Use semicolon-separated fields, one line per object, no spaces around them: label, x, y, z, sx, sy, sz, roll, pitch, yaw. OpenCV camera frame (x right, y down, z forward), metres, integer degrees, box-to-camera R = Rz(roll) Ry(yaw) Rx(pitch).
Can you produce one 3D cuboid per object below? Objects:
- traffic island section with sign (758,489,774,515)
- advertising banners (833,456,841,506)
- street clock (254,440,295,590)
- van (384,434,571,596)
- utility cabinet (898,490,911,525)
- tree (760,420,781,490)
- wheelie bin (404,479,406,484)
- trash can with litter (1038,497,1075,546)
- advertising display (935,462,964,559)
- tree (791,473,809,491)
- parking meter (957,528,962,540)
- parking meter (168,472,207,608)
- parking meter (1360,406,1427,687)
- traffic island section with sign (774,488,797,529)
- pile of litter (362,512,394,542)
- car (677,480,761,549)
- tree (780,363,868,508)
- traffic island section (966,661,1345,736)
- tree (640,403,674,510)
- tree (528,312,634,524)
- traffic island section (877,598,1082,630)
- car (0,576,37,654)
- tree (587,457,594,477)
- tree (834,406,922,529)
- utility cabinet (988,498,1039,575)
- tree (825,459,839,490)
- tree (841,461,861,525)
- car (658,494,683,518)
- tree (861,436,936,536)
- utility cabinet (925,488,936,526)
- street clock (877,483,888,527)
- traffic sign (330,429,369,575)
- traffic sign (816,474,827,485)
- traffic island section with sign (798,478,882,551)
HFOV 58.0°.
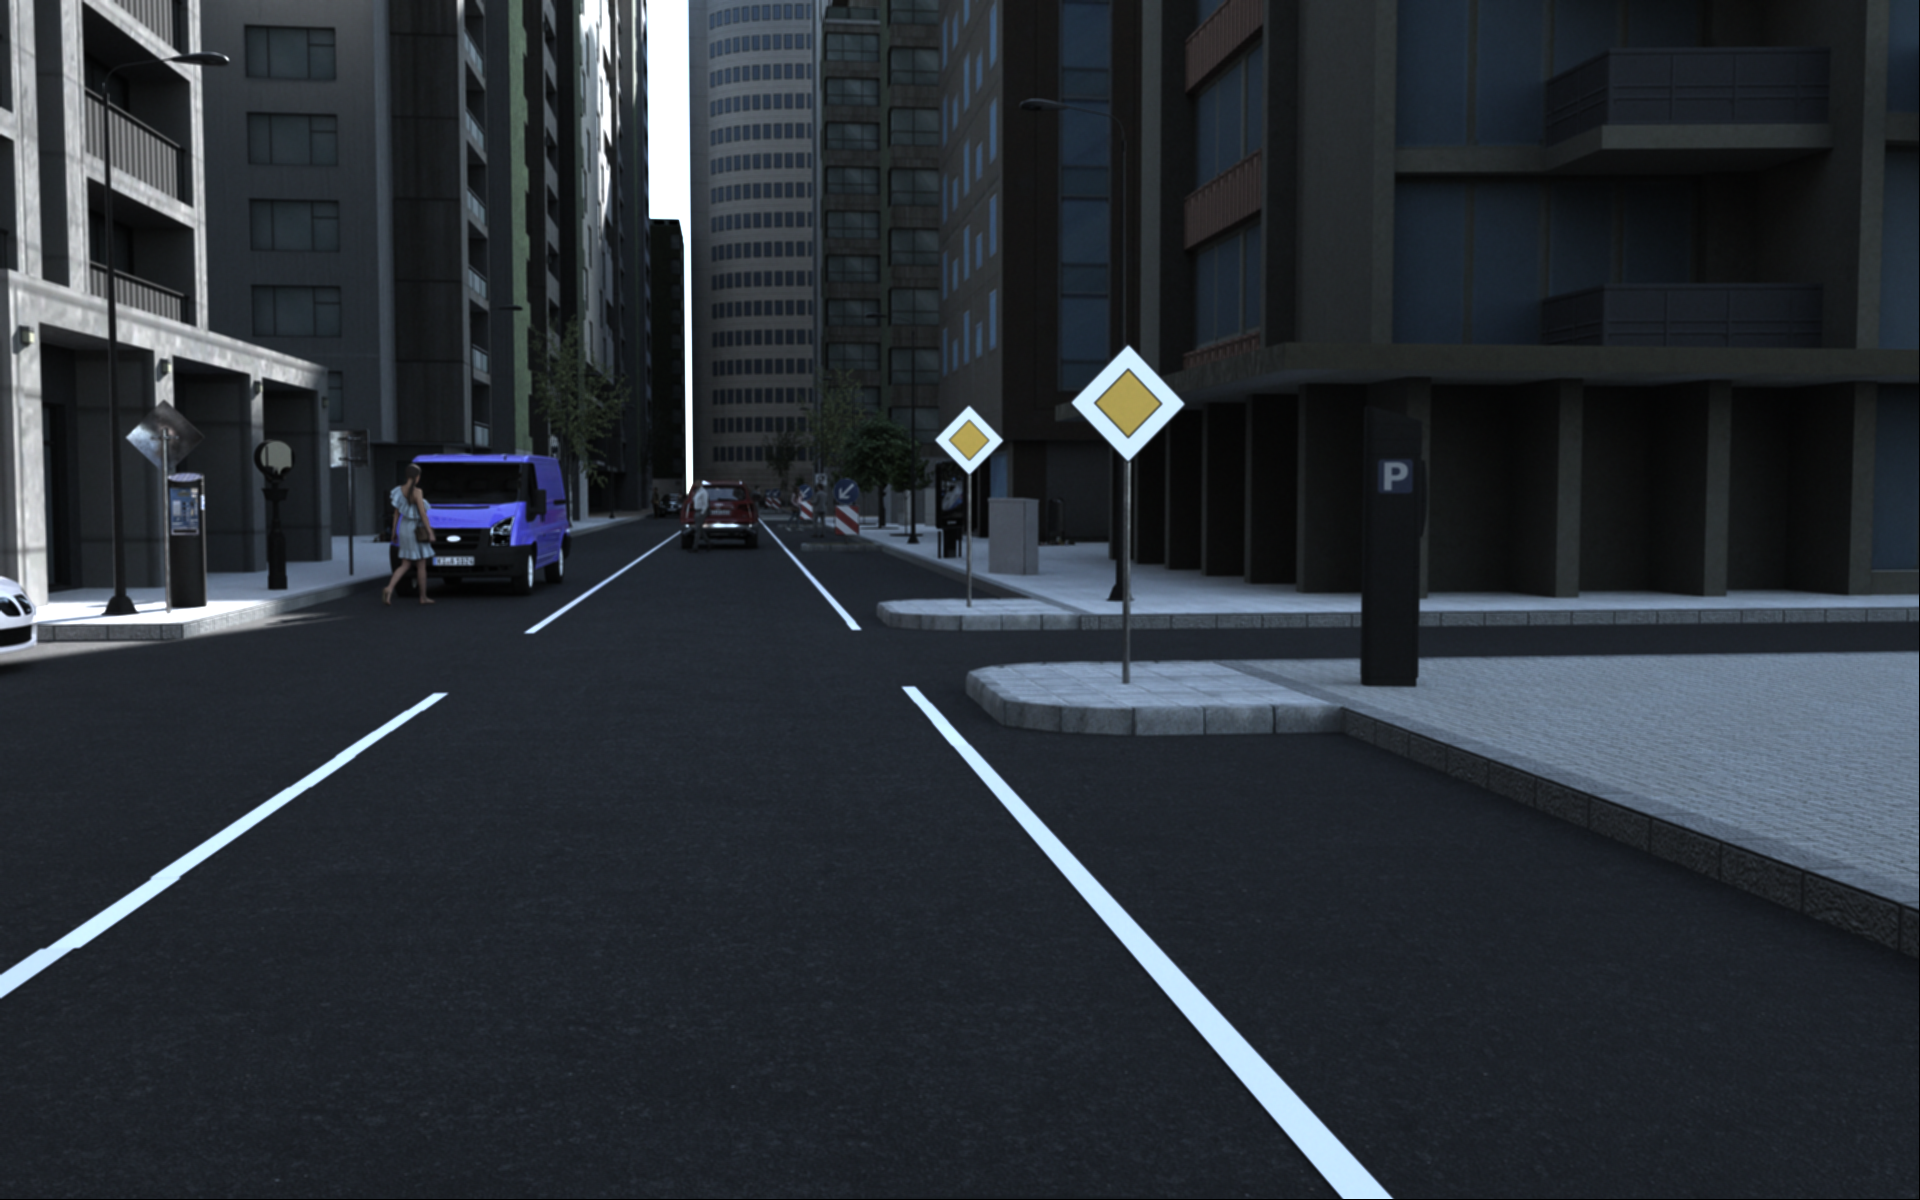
traffic island section with sign;-12.985;-6.887;121.222;1.989;1.847;2.006;0;4;-7
advertising banners;-5.420;-4.931;76.812;0.090;3.025;2.074;0;4;4
street clock;-9.182;-1.142;23.248;0.471;2.002;0.358;-3;5;-42
van;-7.166;-1.331;26.144;2.240;2.365;5.245;0;4;-6
utility cabinet;-2.269;-3.774;70.388;0.318;1.500;1.173;-1;4;-15
tree;-16.641;-13.030;163.395;4.737;8.622;4.395;0;3;0
wheelie bin;-11.833;-1.815;37.582;0.693;1.594;0.980;2;4;27
trash can with litter;2.047;-1.980;43.430;2.233;1.210;1.678;-3;4;-39
advertising display;-0.202;-1.810;34.815;0.123;1.923;0.974;2;4;29
tree;-14.561;-9.929;156.933;1.663;3.219;1.824;0;3;0
parking meter;-0.124;-2.448;48.431;0.372;1.533;0.369;0;3;0
parking meter;-8.763;-0.687;19.644;0.372;1.533;0.369;0;3;0
parking meter;2.907;-0.361;11.606;0.399;1.863;0.255;0;4;7
traffic island section with sign;-6.496;-3.818;71.045;1.989;1.847;2.006;0;4;-7
pile of litter;-15.140;-1.983;46.387;1.719;0.858;1.176;1;4;23
car;-6.563;-2.357;47.217;2.281;1.827;5.304;0;4;-8
tree;-7.078;-8.943;96.576;4.737;8.622;4.395;0;3;0
traffic island section;1.143;0.645;11.743;2.009;0.180;2.903;0;4;-7
tree;-25.043;-11.520;138.706;4.360;8.622;3.978;0;3;0
tree;-15.711;-7.333;70.259;4.737;8.622;4.395;0;3;0
traffic island section;0.122;0.160;19.663;2.009;0.180;2.903;0;4;-7
car;-9.934;-0.078;13.639;4.827;1.381;2.083;0;4;-7
tree;-21.013;-6.573;91.186;4.285;4.588;4.351;0;3;0
tree;-3.061;-4.923;64.213;4.285;4.588;4.351;0;3;0
utility cabinet;0.859;-1.015;27.759;0.306;1.237;1.020;-2;4;-33
tree;-5.156;-5.246;80.367;1.663;3.219;1.824;0;3;0
tree;-4.038;-4.755;72.348;1.663;3.219;1.824;0;3;0
car;-17.613;-5.918;106.540;2.009;1.686;4.222;0;4;-6
tree;-1.741;-3.572;53.005;1.663;3.219;1.824;0;3;0
utility cabinet;-0.807;-3.671;68.694;1.173;1.500;0.318;0;4;-1
street clock;-3.071;-3.907;68.441;0.358;2.002;0.471;3;4;37
traffic sign;-9.628;-1.542;27.338;0.606;2.300;0.079;0;4;-1
traffic sign;-6.958;-5.185;86.898;0.606;2.300;0.079;0;4;-4
traffic island section with sign;-3.058;-2.182;44.309;1.989;1.847;2.006;0;4;-7
